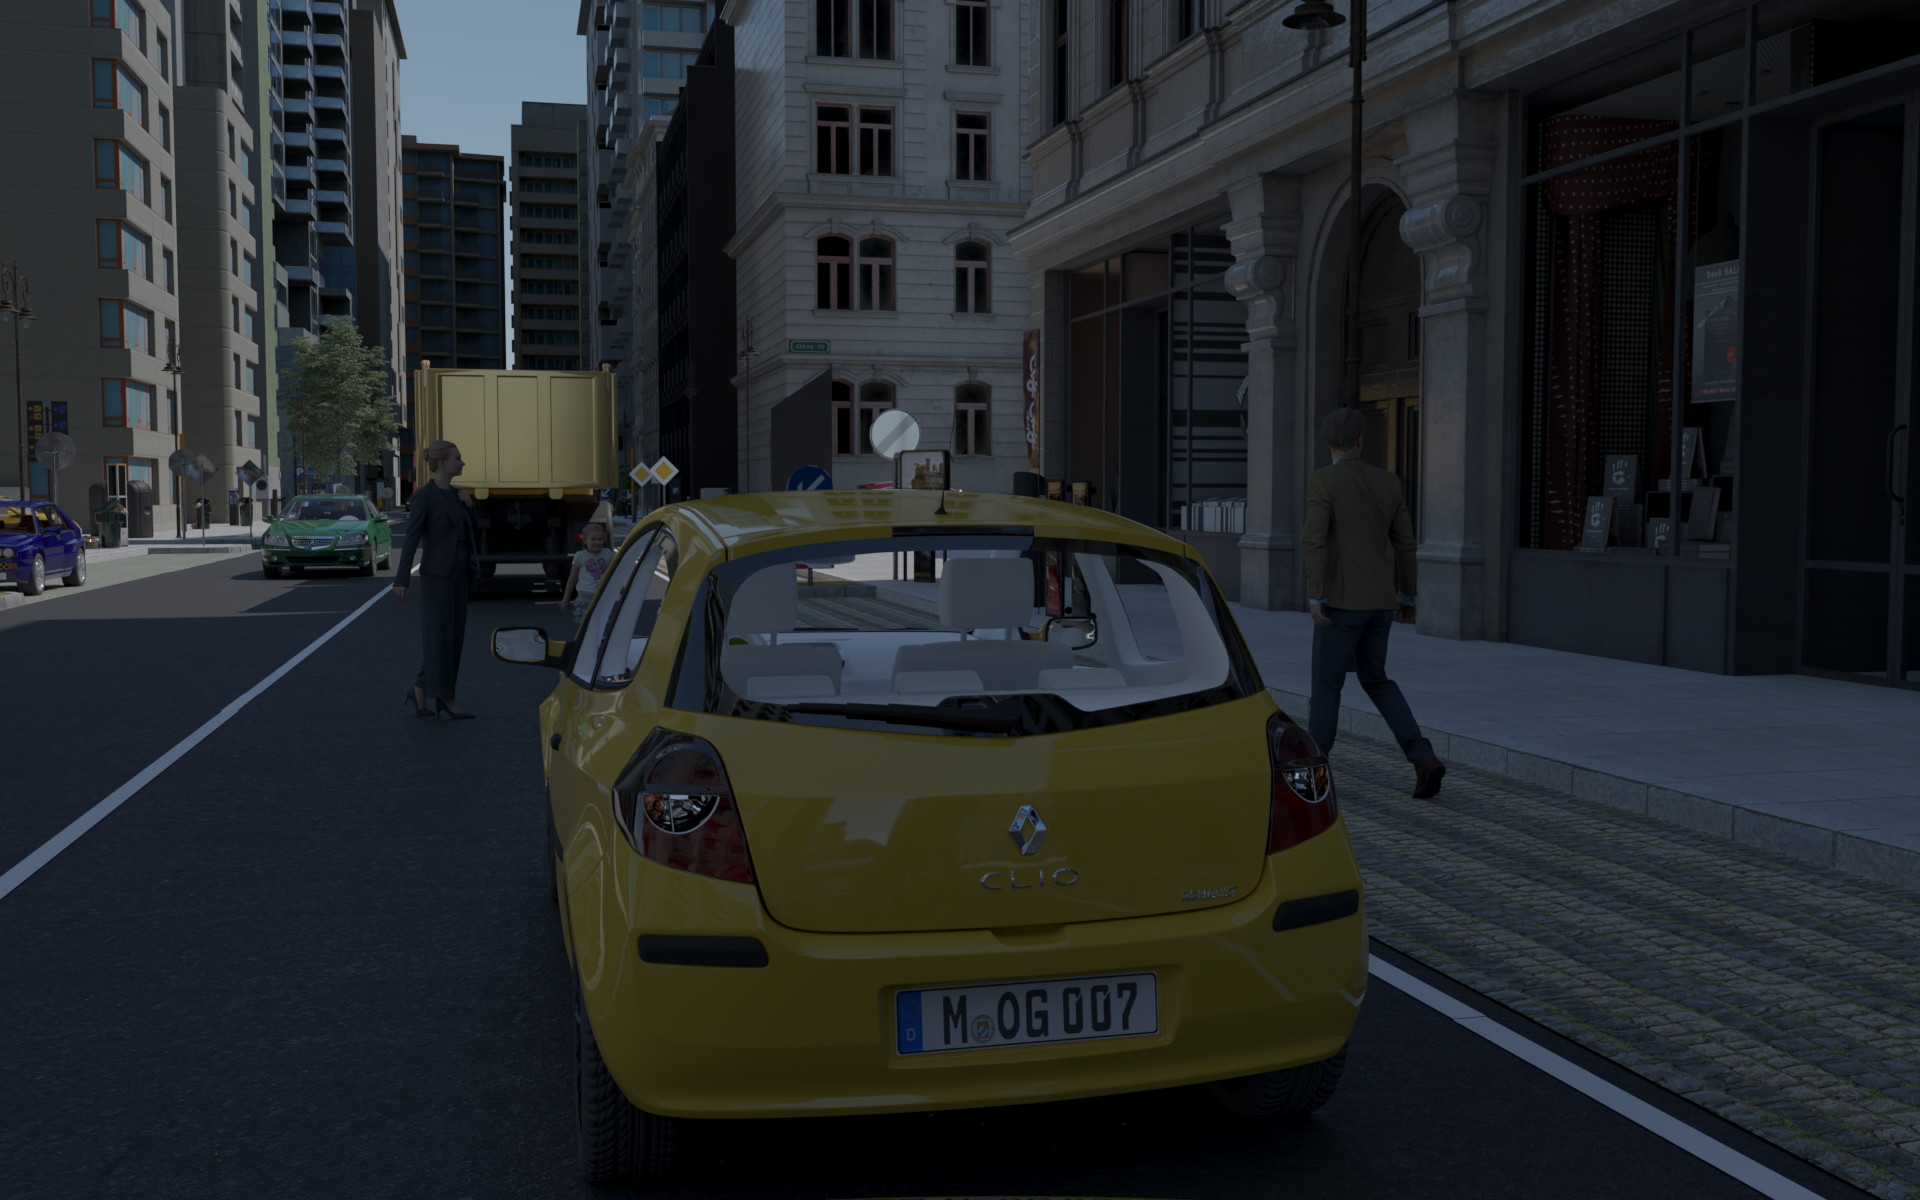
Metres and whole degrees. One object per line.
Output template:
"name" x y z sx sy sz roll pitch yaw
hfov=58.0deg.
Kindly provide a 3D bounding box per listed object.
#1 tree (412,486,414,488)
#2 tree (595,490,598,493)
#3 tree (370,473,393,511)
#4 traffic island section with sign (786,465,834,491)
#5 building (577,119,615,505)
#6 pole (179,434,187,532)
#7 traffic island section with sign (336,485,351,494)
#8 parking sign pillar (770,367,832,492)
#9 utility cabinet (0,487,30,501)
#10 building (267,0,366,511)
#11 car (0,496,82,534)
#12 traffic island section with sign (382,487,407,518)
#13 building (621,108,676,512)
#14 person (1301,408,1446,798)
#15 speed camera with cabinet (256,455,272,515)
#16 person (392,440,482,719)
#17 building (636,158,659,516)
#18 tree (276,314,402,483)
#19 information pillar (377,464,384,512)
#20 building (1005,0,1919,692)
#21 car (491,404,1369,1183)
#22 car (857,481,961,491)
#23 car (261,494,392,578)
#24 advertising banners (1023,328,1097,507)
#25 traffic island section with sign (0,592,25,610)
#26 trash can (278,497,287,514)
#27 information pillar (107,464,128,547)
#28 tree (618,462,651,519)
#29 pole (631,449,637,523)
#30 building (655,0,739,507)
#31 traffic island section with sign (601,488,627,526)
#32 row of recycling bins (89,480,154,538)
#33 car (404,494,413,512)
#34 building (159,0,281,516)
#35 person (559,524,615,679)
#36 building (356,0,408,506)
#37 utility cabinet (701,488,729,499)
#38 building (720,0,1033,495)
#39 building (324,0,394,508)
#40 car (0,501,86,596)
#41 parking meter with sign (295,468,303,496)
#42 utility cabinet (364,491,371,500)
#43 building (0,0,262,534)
"tree" -57.336 -11.612 184.463 1.663 3.219 1.824 0 3 0
"tree" -29.166 -8.713 137.052 1.663 3.219 1.824 0 3 0
"tree" -45.277 -8.621 135.553 1.663 3.219 1.824 0 3 0
"traffic island section with sign" -2.351 -0.978 24.613 1.989 1.847 2.006 -1 4 -14
"building" -35.459 -31.200 193.706 14.154 41.232 14.086 -1 4 -14
"pole" -26.251 -3.955 58.513 0.158 3.312 0.155 0 3 0
"traffic island section with sign" -26.810 -4.088 75.461 1.989 1.847 2.006 -1 4 -14
"parking sign pillar" -3.395 -2.968 36.994 1.447 3.967 1.447 -1 4 -10
"utility cabinet" -29.752 -2.784 54.197 1.173 1.500 0.318 0 4 1
"building" -57.815 -50.172 132.978 22.319 86.520 31.000 -1 4 -14
"car" -24.512 -2.062 43.940 3.980 1.641 2.015 -1 4 -15
"traffic island section with sign" -33.687 -5.716 102.089 1.989 1.847 2.006 -1 4 -14
"building" -15.014 -20.138 116.650 14.401 28.519 23.554 -1 4 -14
"person" 1.895 0.016 8.146 0.836 1.842 0.656 2 4 31
"speed camera with cabinet" -36.053 -5.725 87.935 2.038 3.252 0.660 0 4 -3
"person" -3.350 -0.130 11.050 0.534 1.772 0.576 0 4 -2
"building" -12.272 -15.093 95.929 9.793 20.994 18.267 -1 4 -14
"tree" -39.266 -11.691 109.268 7.486 12.596 7.792 0 3 0
"information pillar" -41.056 -8.032 122.676 0.504 3.616 0.183 -3 5 -44
"building" 5.628 -10.756 26.770 10.553 20.767 40.483 -1 4 -14
"car" -0.359 0.309 5.176 2.015 1.641 3.980 -1 4 -15
"car" -0.814 -2.540 50.208 5.304 1.827 2.281 -1 4 -16
"car" -11.377 -1.193 31.302 2.131 1.459 4.920 -1 4 -13
"advertising banners" 0.995 -1.326 17.874 0.090 3.025 2.074 -1 4 -17
"traffic island section with sign" -12.899 -0.792 21.582 1.989 1.847 2.006 -1 4 -14
"trash can" -36.116 -4.915 92.006 0.748 1.137 0.748 0 3 0
"information pillar" -20.450 -2.297 42.049 0.304 2.012 0.304 1 4 16
"tree" -16.987 -5.873 90.628 1.663 3.219 1.824 0 3 0
"pole" -14.638 -5.128 77.685 0.158 3.312 0.155 0 3 0
"building" -7.021 -15.275 79.419 12.332 23.373 15.834 -1 4 -14
"traffic island section with sign" -15.907 -4.188 77.101 1.989 1.847 2.006 -1 4 -14
"row of recycling bins" -24.994 -2.714 51.494 1.069 1.692 3.534 -3 5 -43
"car" -42.993 -7.801 137.334 2.009 1.686 4.222 -1 4 -14
"building" -46.047 -25.156 94.895 14.154 41.232 14.086 -1 4 -14
"person" -2.751 0.028 13.063 0.505 1.210 0.382 -3 4 -36
"building" -71.356 -35.971 177.358 27.495 52.752 28.713 -1 4 -14
"utility cabinet" -8.938 -3.326 63.052 1.173 1.500 0.318 3 4 39
"building" 3.605 -16.887 63.491 23.554 28.519 14.401 -1 4 -14
"building" -59.491 -31.009 157.100 14.600 45.320 14.200 -1 4 -14
"car" -14.046 -0.775 25.251 1.945 1.354 3.894 -1 4 -15
"parking meter with sign" -43.288 -7.182 113.681 0.543 3.016 1.738 -1 4 -21
"utility cabinet" -41.079 -6.819 120.166 0.318 1.500 1.173 -1 4 -9
"building" -43.377 -13.473 65.315 27.650 21.520 28.899 -1 4 -14
